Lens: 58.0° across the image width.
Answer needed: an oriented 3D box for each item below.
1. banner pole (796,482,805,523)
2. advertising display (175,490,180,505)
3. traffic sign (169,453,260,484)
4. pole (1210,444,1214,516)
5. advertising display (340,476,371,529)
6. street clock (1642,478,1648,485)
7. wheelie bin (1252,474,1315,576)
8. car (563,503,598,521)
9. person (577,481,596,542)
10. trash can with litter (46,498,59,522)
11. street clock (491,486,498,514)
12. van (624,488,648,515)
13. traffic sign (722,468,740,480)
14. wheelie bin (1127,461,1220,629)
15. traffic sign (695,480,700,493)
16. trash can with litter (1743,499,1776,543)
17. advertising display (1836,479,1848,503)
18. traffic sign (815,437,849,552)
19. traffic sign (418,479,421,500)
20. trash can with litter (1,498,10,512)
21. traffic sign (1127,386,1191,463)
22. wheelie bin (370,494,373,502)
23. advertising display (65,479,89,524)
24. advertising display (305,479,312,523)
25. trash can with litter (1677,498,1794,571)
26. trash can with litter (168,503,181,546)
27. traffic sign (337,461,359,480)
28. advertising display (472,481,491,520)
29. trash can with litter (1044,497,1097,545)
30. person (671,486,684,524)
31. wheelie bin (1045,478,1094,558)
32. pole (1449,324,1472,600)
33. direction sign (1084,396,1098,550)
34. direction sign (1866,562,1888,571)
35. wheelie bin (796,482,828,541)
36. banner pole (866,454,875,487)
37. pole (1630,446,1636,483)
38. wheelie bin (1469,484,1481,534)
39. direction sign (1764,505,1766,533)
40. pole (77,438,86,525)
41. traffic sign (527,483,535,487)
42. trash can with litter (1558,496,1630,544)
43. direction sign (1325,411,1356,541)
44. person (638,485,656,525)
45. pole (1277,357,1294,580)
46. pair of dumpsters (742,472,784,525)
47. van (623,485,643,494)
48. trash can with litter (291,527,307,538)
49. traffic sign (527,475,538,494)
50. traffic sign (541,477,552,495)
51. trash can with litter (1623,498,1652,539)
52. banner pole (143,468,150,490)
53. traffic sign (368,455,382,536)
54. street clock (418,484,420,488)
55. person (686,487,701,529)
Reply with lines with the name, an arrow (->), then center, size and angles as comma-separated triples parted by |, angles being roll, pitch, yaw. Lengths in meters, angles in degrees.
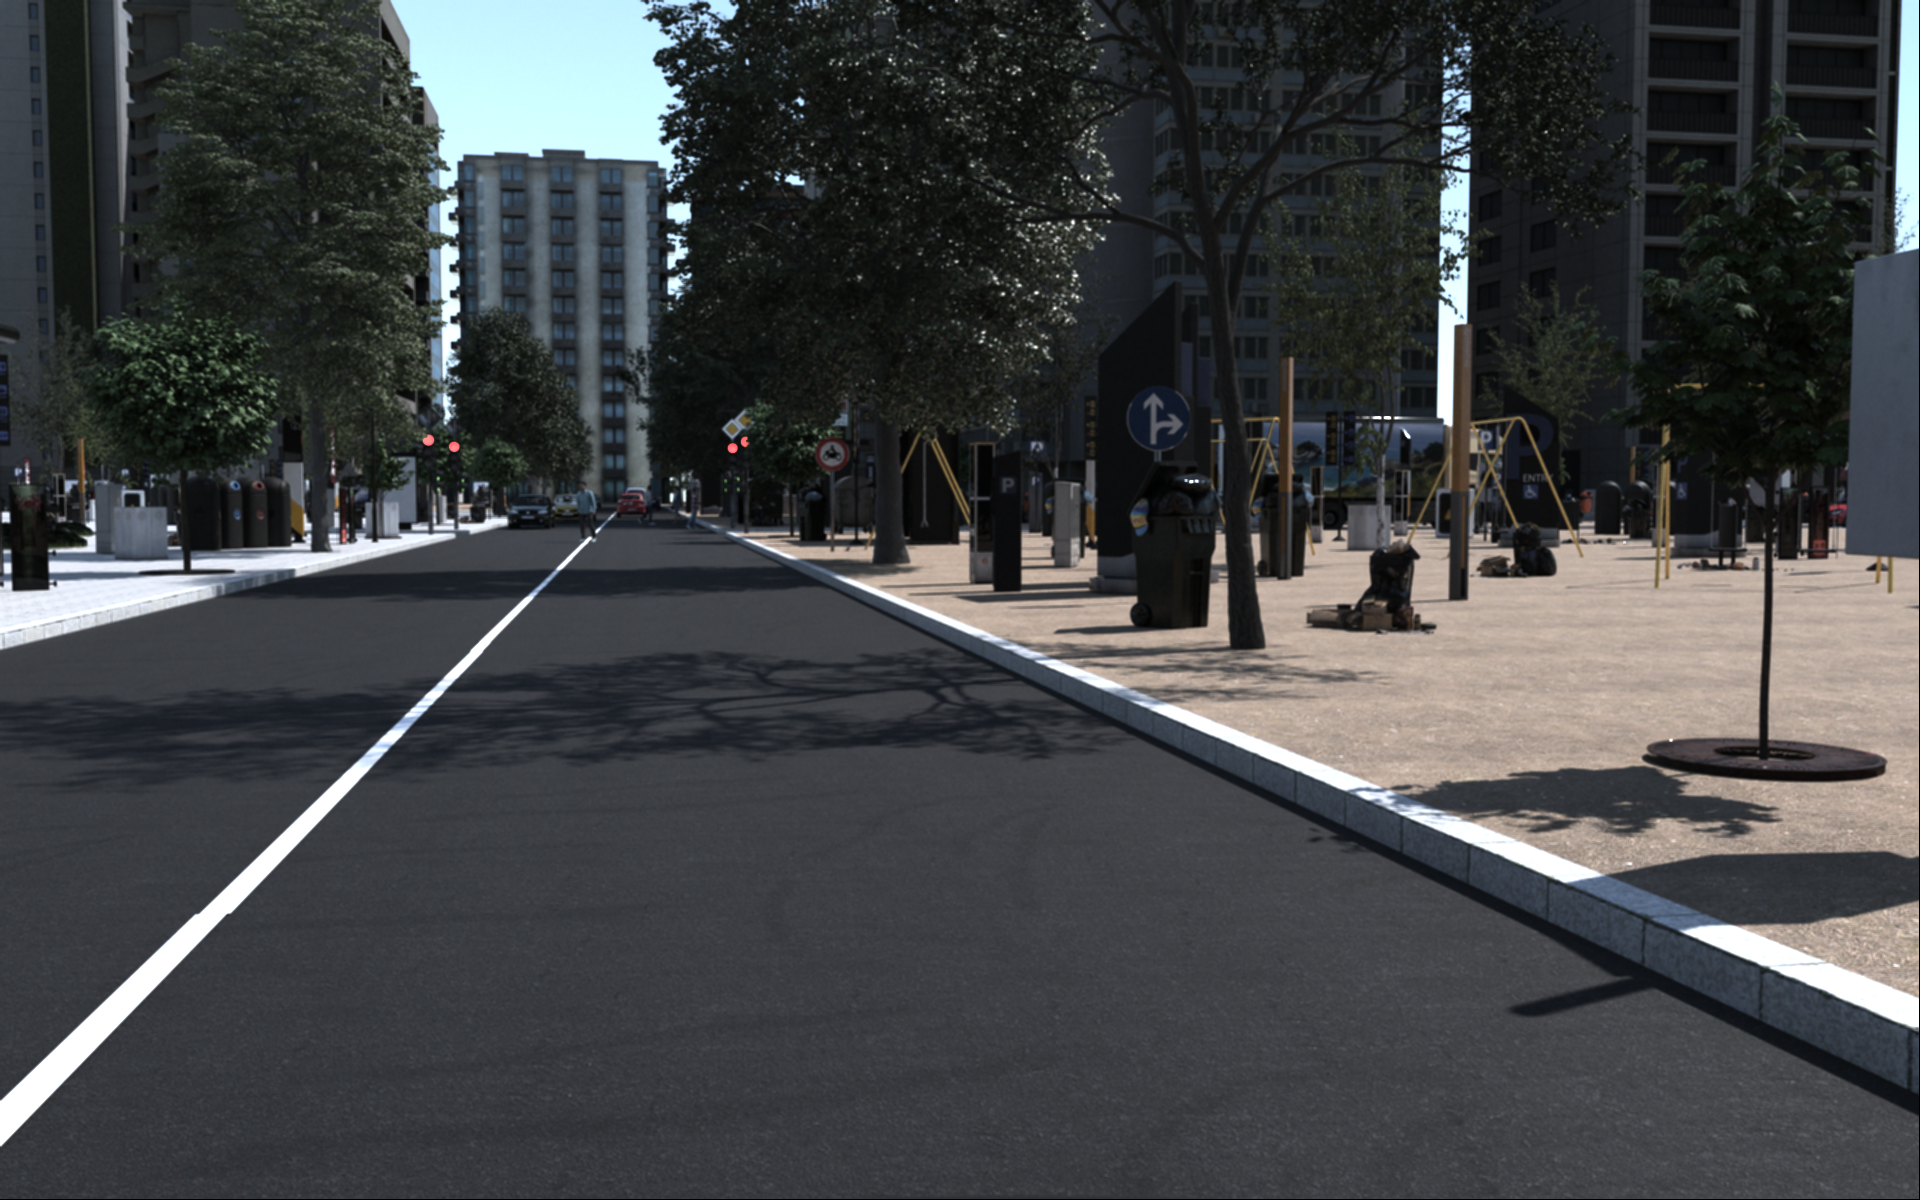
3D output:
banner pole -> -7.085, -5.235, 75.606 | 0.401, 3.779, 0.863 | -1, 4, -11
advertising display -> -24.196, -2.989, 54.078 | 0.123, 1.923, 0.974 | 0, 4, 3
traffic sign -> -19.025, -3.078, 44.195 | 2.265, 3.308, 0.079 | 0, 4, -3
pole -> 10.184, -4.666, 70.139 | 0.158, 3.312, 0.155 | 0, 3, 0
advertising display -> -22.073, -3.556, 63.358 | 0.974, 1.923, 0.123 | 0, 4, -3
street clock -> 31.171, -4.545, 78.876 | 0.358, 2.002, 0.471 | 2, 4, 29
wheelie bin -> 5.089, -1.176, 27.128 | 0.980, 1.594, 0.693 | -1, 4, -9
car -> -20.372, -4.904, 92.758 | 1.945, 1.354, 3.894 | -1, 4, -12
person -> -11.166, -2.651, 51.869 | 0.660, 1.820, 0.620 | 1, 4, 15
trash can with litter -> -32.251, -3.083, 61.789 | 0.624, 1.170, 1.055 | 3, 4, 39
street clock -> -30.638, -6.693, 113.993 | 0.358, 2.002, 0.471 | 2, 4, 30
van -> -22.496, -6.934, 120.378 | 2.013, 2.044, 4.112 | -1, 4, -10
traffic sign -> -8.801, -4.108, 67.175 | 0.884, 2.594, 0.081 | 0, 4, -3
wheelie bin -> 2.097, -0.540, 16.744 | 0.980, 1.594, 0.693 | -3, 5, -43
traffic sign -> -17.976, -7.182, 119.554 | 0.606, 2.300, 0.079 | 0, 4, -6
trash can with litter -> 21.138, -2.091, 45.567 | 1.055, 1.170, 0.624 | 0, 4, 3
advertising display -> 37.076, -4.135, 72.821 | 0.123, 1.923, 0.974 | 0, 4, 6
traffic sign -> -2.849, -2.356, 38.628 | 0.768, 2.556, 0.104 | 0, 4, -7
traffic sign -> -26.889, -5.246, 85.870 | 0.768, 2.556, 0.104 | 0, 4, -2
trash can with litter -> -69.239, -6.977, 125.459 | 1.055, 1.170, 0.624 | -2, 4, -35
traffic sign -> 2.335, -1.247, 20.499 | 0.768, 2.556, 0.104 | 0, 4, -7
wheelie bin -> -24.716, -3.995, 73.219 | 0.980, 1.594, 0.693 | -2, 4, -24
advertising display -> -38.105, -4.250, 74.705 | 0.974, 1.923, 0.123 | -1, 4, -15
advertising display -> -28.871, -4.376, 76.766 | 0.123, 1.923, 0.974 | -2, 4, -32
trash can with litter -> 13.206, -1.154, 29.922 | 1.678, 1.210, 2.233 | 0, 4, 1
trash can with litter -> -19.197, -1.909, 42.600 | 1.055, 1.170, 0.624 | 2, 4, 33
traffic sign -> -23.840, -4.133, 67.581 | 0.884, 2.594, 0.081 | -1, 4, -10
advertising display -> -23.907, -4.978, 86.596 | 0.974, 1.923, 0.123 | 1, 4, 17
trash can with litter -> 3.128, -1.991, 43.617 | 2.233, 1.210, 1.678 | -1, 4, -13
person -> -13.397, -4.506, 82.202 | 0.654, 1.822, 0.581 | -2, 4, -27
wheelie bin -> 2.220, -1.643, 34.775 | 0.980, 1.594, 0.693 | 0, 4, -7
pole -> 6.039, -1.654, 20.890 | 0.158, 3.312, 0.155 | 0, 3, 0
direction sign -> 3.214, -2.943, 40.121 | 0.876, 3.537, 0.379 | -3, 4, -38
direction sign -> 15.431, -2.262, 28.982 | 0.379, 3.537, 0.876 | 3, 4, 36
wheelie bin -> -4.051, -2.414, 47.373 | 0.693, 1.594, 0.980 | -3, 4, -38
banner pole -> -4.723, -6.385, 94.409 | 0.863, 3.779, 0.401 | 1, 4, 10
pole -> 28.535, -4.873, 73.512 | 0.158, 3.312, 0.155 | 0, 3, 0
wheelie bin -> 16.434, -2.933, 55.856 | 0.980, 1.594, 0.693 | -3, 5, -40
direction sign -> 26.455, -3.962, 56.773 | 0.379, 3.537, 0.876 | -1, 4, -17
pole -> -32.213, -4.261, 63.515 | 0.158, 3.312, 0.155 | 0, 3, 0
traffic sign -> -33.290, -8.233, 134.719 | 0.768, 2.556, 0.104 | 0, 4, -2
trash can with litter -> 16.155, -2.071, 44.911 | 2.233, 1.210, 1.678 | 2, 4, 33
direction sign -> 10.393, -3.386, 47.364 | 0.876, 3.537, 0.379 | 3, 5, 40
person -> -14.652, -4.445, 81.027 | 0.795, 1.843, 0.661 | -2, 4, -30
pole -> 4.872, -1.961, 25.913 | 0.158, 3.312, 0.155 | 0, 3, 0
pair of dumpsters -> -8.193, -4.281, 72.490 | 1.574, 2.255, 4.437 | -1, 4, -11
van -> -29.760, -9.433, 158.608 | 2.240, 2.365, 5.245 | -1, 4, -10
trash can with litter -> -20.160, -2.495, 51.846 | 1.678, 1.210, 2.233 | -1, 4, -14
traffic sign -> -28.819, -7.139, 116.825 | 0.768, 2.556, 0.104 | 0, 4, -5
traffic sign -> -31.610, -8.094, 132.334 | 0.884, 2.594, 0.081 | 0, 4, -5
trash can with litter -> 19.583, -2.338, 49.615 | 1.055, 1.170, 0.624 | -1, 4, -21
banner pole -> -55.886, -7.908, 119.310 | 0.863, 3.779, 0.401 | -3, 4, -38
traffic sign -> -17.049, -3.106, 50.892 | 0.768, 2.556, 0.104 | 0, 4, -6
street clock -> -27.288, -5.024, 86.716 | 0.471, 2.002, 0.358 | 2, 4, 33
person -> -10.975, -3.793, 71.360 | 0.643, 1.720, 0.563 | -1, 4, -10
